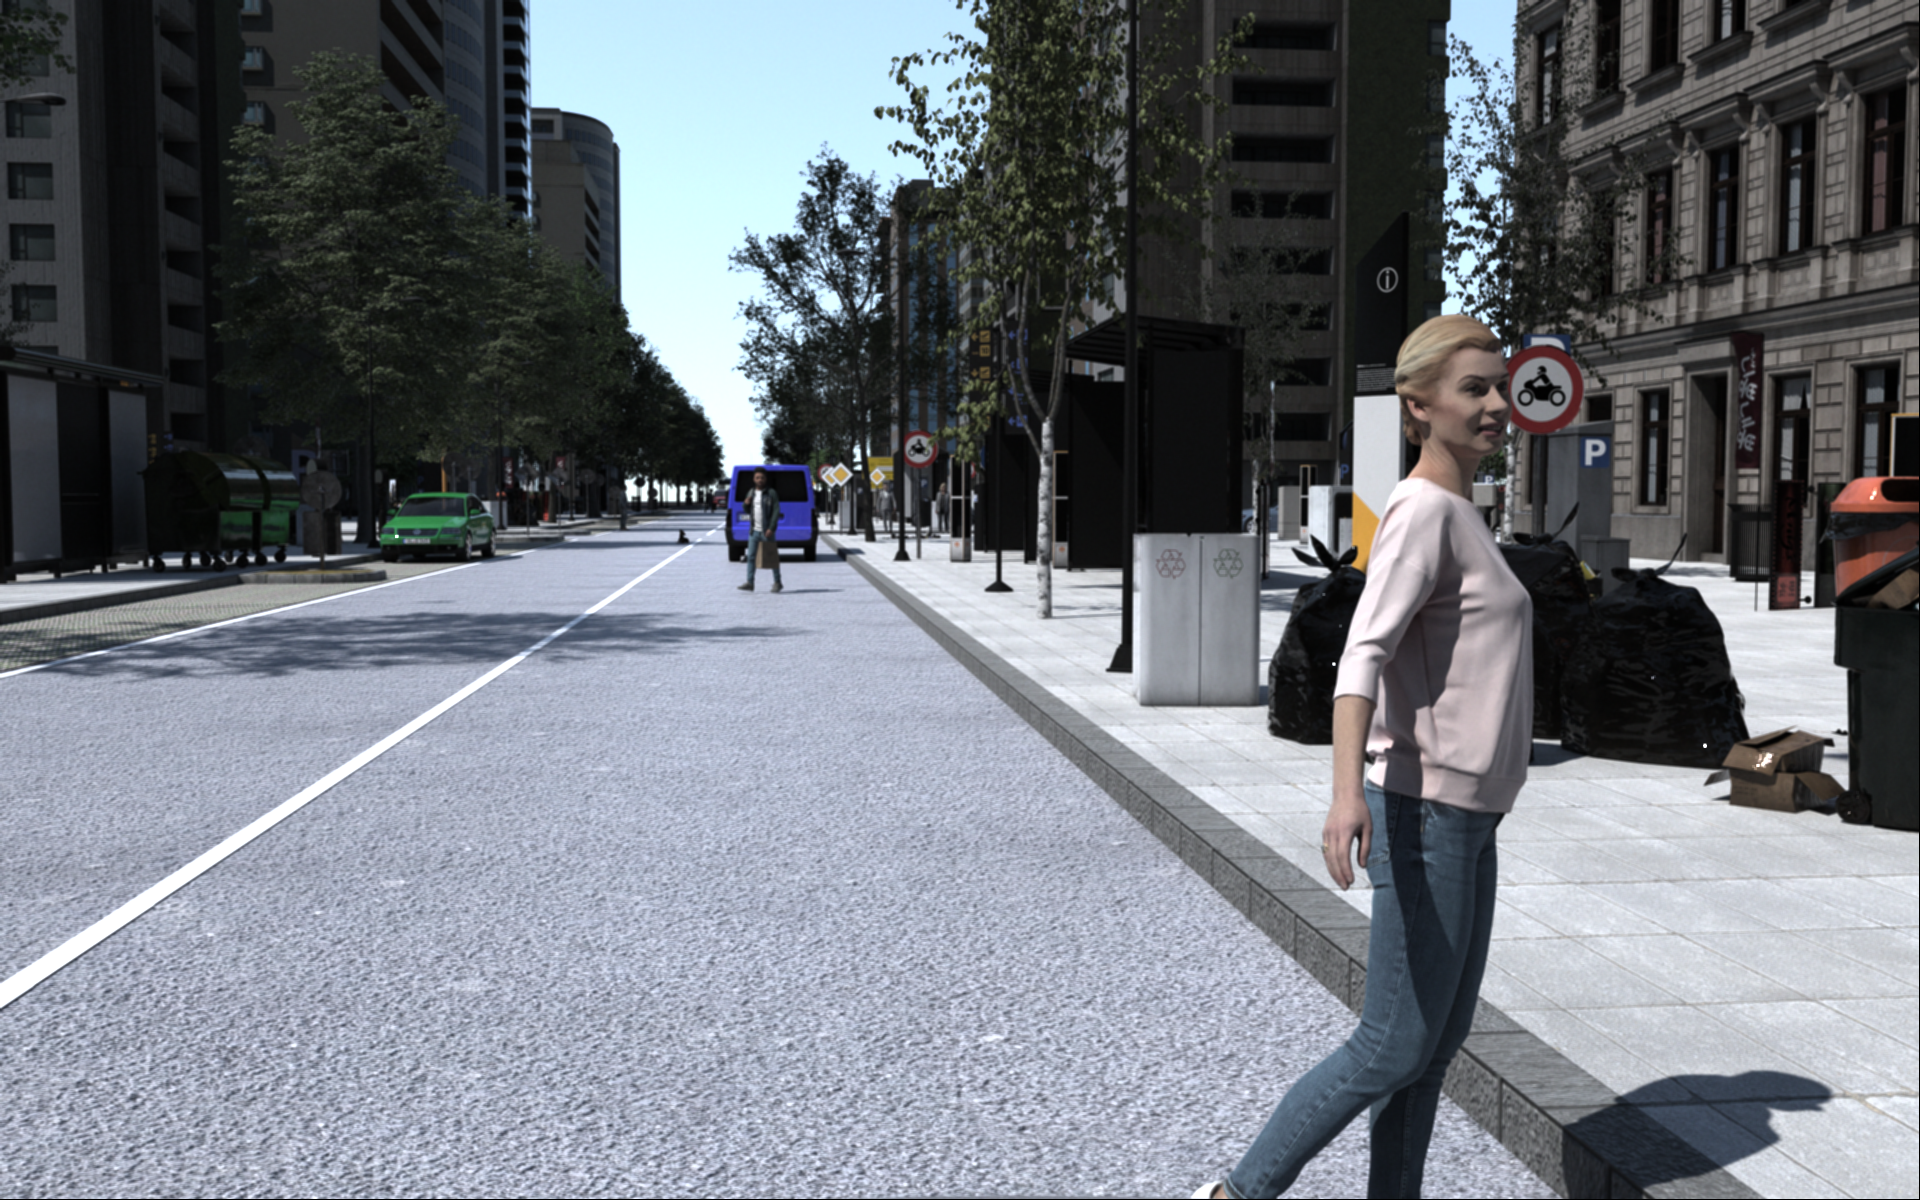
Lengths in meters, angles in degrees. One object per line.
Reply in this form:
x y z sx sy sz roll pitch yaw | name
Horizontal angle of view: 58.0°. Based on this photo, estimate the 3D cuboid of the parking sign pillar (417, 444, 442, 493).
-29.237 -6.591 96.242 1.447 3.967 1.447 1 4 10 | parking sign pillar

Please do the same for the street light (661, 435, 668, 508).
-23.978 -10.033 136.573 1.470 5.913 1.316 0 4 -6 | street light

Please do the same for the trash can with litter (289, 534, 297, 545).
-16.920 -1.957 43.392 1.055 1.170 0.624 -2 4 -33 | trash can with litter

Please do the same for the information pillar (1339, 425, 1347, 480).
12.228 -3.885 54.872 0.504 3.616 0.183 -2 4 -27 | information pillar

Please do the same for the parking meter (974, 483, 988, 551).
0.499 -1.880 39.157 0.372 1.533 0.369 0 3 0 | parking meter

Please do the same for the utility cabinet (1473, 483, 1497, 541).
10.156 -1.602 34.869 1.173 1.500 0.318 2 4 31 | utility cabinet

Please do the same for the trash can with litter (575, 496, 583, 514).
-28.582 -7.283 130.463 0.624 1.170 1.055 0 4 8 | trash can with litter

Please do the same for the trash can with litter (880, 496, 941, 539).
-1.428 -2.387 50.080 2.233 1.210 1.678 -3 4 -36 | trash can with litter

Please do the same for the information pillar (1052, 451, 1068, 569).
1.742 -1.546 29.767 0.304 2.012 0.304 0 4 -2 | information pillar

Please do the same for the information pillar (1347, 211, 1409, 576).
3.549 -1.422 14.602 0.183 3.616 0.504 -3 5 -41 | information pillar

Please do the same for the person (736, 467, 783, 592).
-2.831 -1.010 24.994 0.794 1.824 0.713 3 5 44 | person

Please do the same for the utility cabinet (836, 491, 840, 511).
-9.315 -7.431 130.173 0.318 1.500 1.173 -3 5 -41 | utility cabinet

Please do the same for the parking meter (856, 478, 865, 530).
-3.532 -3.474 62.508 0.399 1.863 0.255 2 4 26 | parking meter

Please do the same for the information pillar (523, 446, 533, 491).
-20.828 -5.636 83.509 0.504 3.616 0.183 1 4 14 | information pillar

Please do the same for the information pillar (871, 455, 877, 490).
-5.192 -6.879 103.827 0.504 3.616 0.183 1 4 16 | information pillar

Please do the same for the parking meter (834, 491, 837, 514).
-8.022 -6.231 110.287 0.372 1.533 0.369 0 3 0 | parking meter

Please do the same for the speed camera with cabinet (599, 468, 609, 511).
-26.754 -8.413 131.890 2.038 3.252 0.660 2 4 26 | speed camera with cabinet

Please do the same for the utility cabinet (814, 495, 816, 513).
-9.788 -6.222 112.895 0.306 1.237 1.020 2 4 29 | utility cabinet

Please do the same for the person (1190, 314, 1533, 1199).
0.682 0.378 2.985 0.598 1.740 0.731 1 4 13 | person

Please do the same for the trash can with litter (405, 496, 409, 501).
-41.021 -7.121 127.488 1.678 1.210 2.233 -1 4 -20 | trash can with litter

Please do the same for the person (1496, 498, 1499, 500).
19.037 -3.277 62.248 0.590 1.801 0.661 1 4 15 | person

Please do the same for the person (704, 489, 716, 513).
-19.141 -7.595 132.643 0.822 1.834 0.622 1 4 12 | person

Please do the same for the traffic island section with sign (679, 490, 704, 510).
-24.990 -9.266 160.123 1.989 1.847 2.006 0 4 -6 | traffic island section with sign

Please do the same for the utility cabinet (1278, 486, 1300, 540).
9.437 -2.418 48.213 1.173 1.500 0.318 -1 4 -19 | utility cabinet

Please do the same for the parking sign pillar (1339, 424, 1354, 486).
11.389 -3.710 49.130 1.447 3.967 1.447 -2 4 -31 | parking sign pillar

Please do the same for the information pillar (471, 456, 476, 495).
-29.837 -7.015 106.045 0.183 3.616 0.504 2 4 34 | information pillar

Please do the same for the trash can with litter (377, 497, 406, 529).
-19.857 -3.004 60.502 1.055 1.170 0.624 0 4 7 | trash can with litter

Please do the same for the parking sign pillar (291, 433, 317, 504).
-28.697 -5.363 76.149 1.447 3.967 1.447 0 4 -7 | parking sign pillar

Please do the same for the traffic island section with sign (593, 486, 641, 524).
-16.570 -4.574 83.407 1.989 1.847 2.006 0 4 -6 | traffic island section with sign

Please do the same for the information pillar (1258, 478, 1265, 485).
13.463 -4.468 77.540 0.304 2.012 0.304 -1 4 -14 | information pillar

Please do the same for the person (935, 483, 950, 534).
-0.464 -2.975 57.324 0.709 1.800 0.728 1 4 9 | person

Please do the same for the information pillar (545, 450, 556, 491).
-19.567 -5.586 82.684 0.504 3.616 0.183 -1 4 -16 | information pillar

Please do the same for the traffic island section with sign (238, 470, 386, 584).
-10.545 -1.209 28.390 1.989 1.847 2.006 0 4 -6 | traffic island section with sign

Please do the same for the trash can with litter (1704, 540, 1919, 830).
3.516 0.277 6.858 0.624 1.170 1.055 -3 5 -43 | trash can with litter

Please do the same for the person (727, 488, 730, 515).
-15.201 -6.486 114.739 0.583 1.804 0.606 -2 4 -35 | person

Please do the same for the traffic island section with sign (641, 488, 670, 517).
-19.542 -6.227 110.446 1.989 1.847 2.006 0 4 -6 | traffic island section with sign

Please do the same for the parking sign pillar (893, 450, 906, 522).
-2.358 -5.521 78.745 1.447 3.967 1.447 1 4 20 | parking sign pillar

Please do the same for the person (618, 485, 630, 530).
-13.387 -3.688 68.901 0.391 1.810 0.635 -1 4 -19 | person

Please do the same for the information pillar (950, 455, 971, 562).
0.015 -1.722 32.646 0.304 2.012 0.304 2 4 29 | information pillar

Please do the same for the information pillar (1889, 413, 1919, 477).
8.691 -0.698 15.907 0.304 2.012 0.304 2 4 28 | information pillar

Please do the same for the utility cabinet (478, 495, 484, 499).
-32.591 -6.527 117.874 0.306 1.237 1.020 -1 4 -9 | utility cabinet

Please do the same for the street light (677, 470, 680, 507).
-26.117 -11.306 157.388 1.470 5.913 1.316 0 4 -6 | street light

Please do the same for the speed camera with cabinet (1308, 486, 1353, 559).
7.882 -2.469 34.697 2.038 3.252 0.660 -3 4 -37 | speed camera with cabinet

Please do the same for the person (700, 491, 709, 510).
-22.959 -9.053 157.227 1.217 1.735 0.721 0 4 6 | person

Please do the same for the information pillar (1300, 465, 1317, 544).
8.908 -2.434 44.290 0.304 2.012 0.304 -3 4 -38 | information pillar

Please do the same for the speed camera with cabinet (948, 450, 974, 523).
0.494 -5.074 77.295 2.038 3.252 0.660 2 4 33 | speed camera with cabinet

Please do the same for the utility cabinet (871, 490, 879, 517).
-5.057 -5.285 95.081 1.173 1.500 0.318 0 4 3 | utility cabinet

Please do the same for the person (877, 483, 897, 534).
-2.512 -3.124 59.698 0.709 1.813 0.853 0 4 -3 | person
